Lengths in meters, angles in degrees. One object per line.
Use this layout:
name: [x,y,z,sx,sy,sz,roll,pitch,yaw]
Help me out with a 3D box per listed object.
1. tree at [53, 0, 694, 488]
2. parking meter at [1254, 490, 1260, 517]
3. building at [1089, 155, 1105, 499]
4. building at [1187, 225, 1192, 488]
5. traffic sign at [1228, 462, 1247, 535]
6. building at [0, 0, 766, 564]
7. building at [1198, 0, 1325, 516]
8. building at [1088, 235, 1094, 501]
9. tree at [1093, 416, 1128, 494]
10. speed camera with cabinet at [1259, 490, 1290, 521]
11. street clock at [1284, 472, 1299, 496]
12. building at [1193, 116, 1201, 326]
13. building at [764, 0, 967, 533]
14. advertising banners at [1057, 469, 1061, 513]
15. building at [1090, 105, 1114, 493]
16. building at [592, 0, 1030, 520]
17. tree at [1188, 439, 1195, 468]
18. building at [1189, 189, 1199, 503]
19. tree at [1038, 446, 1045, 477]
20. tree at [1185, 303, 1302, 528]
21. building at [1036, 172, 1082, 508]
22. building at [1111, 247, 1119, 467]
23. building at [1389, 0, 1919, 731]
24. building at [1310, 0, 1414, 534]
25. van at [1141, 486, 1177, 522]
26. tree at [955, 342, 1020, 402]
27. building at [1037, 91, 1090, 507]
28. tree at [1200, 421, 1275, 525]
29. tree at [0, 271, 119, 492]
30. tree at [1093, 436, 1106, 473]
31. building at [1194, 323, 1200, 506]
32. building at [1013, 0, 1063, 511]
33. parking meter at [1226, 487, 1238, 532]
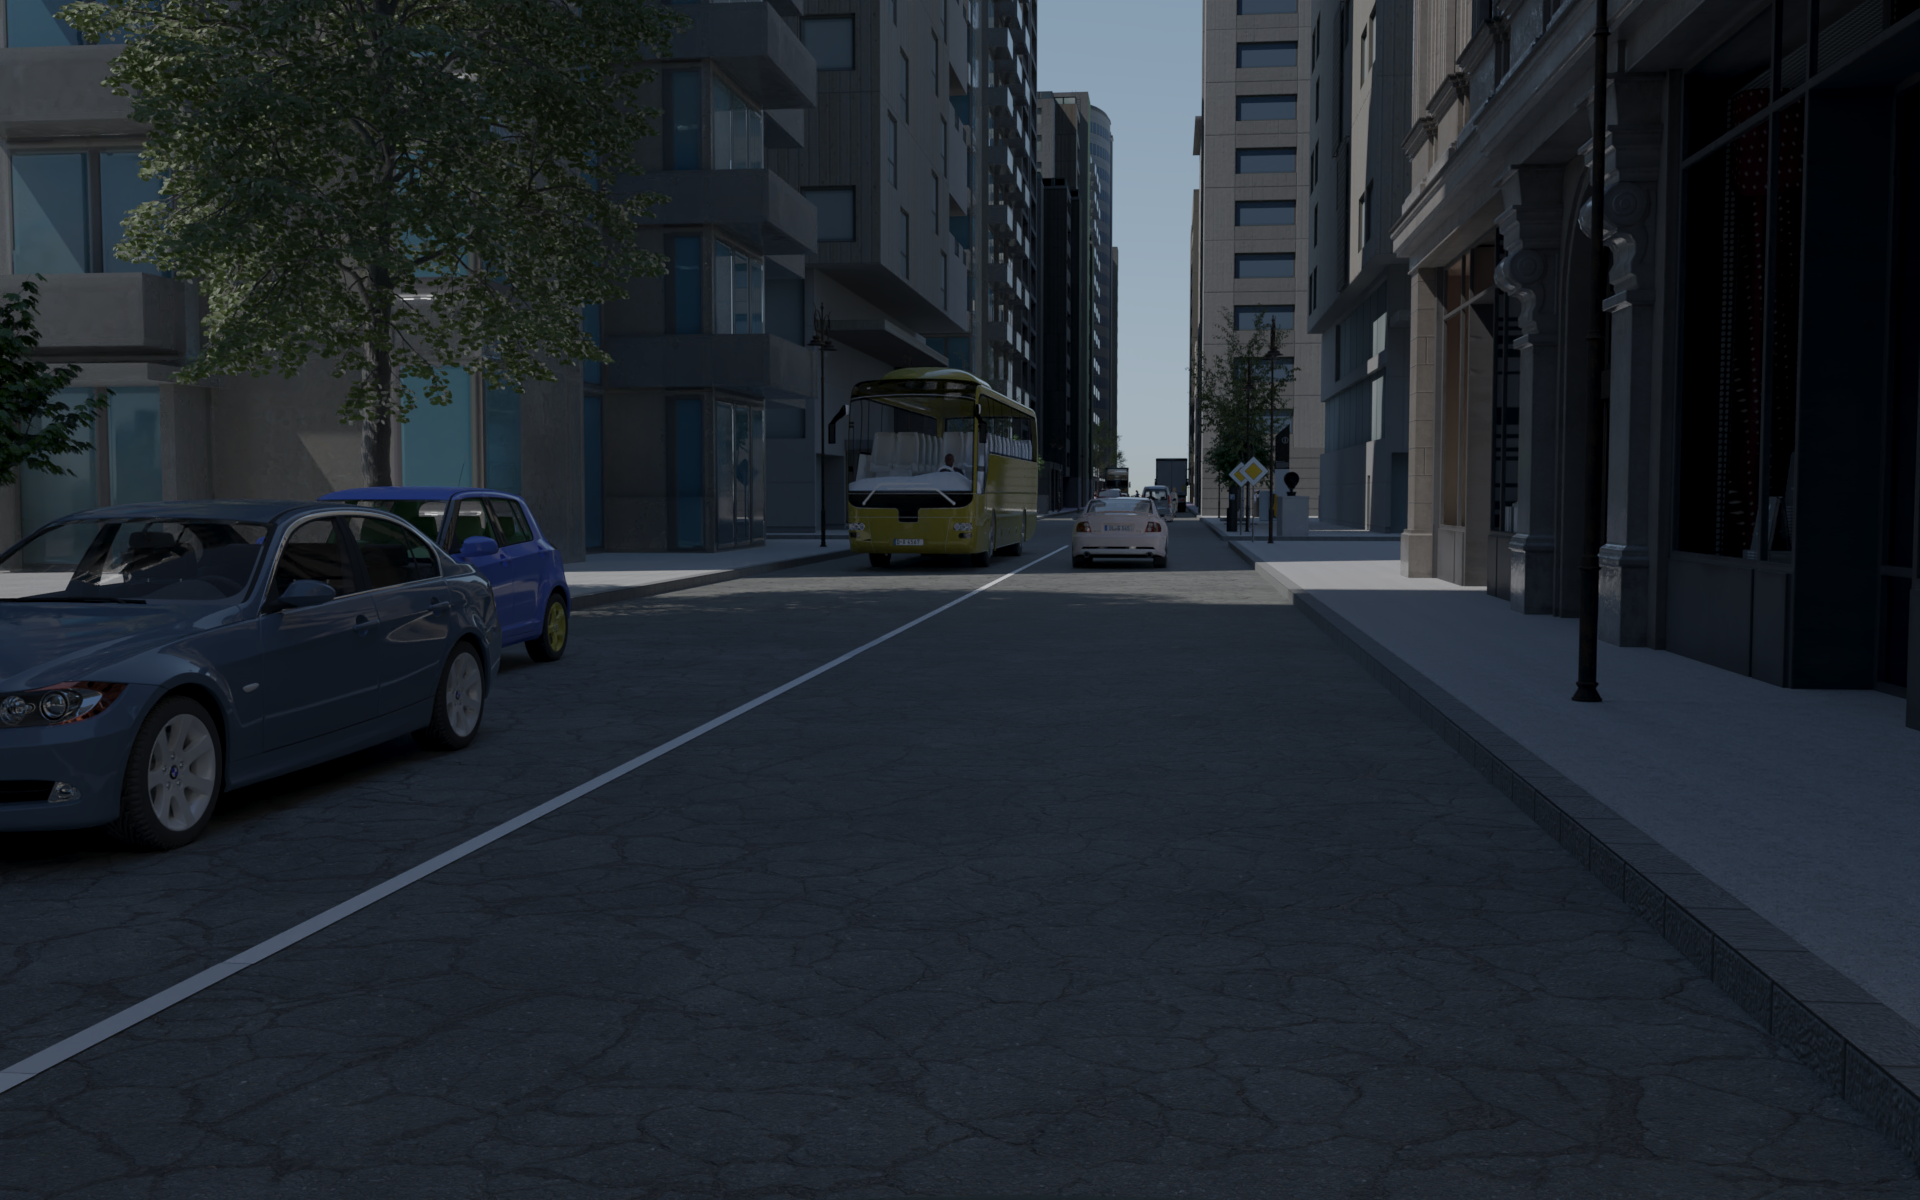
tree: [-6.795,-6.265,20.561,7.486,12.596,7.792,0,3,0]
parking meter: [16.416,-5.345,95.795,0.372,1.533,0.369,0,3,0]
building: [6.962,-37.250,228.644,23.786,49.044,30.456,0,4,7]
building: [43.870,-38.430,278.435,14.600,45.320,14.200,0,4,7]
traffic sign: [8.756,-3.078,53.968,0.795,2.450,0.064,0,4,7]
building: [-19.138,-25.582,37.880,30.456,49.044,23.786,0,4,7]
building: [26.278,-34.885,112.369,21.231,58.520,28.212,0,4,7]
building: [7.056,-25.345,186.095,14.160,30.474,14.107,0,4,7]
tree: [16.768,-16.675,207.053,7.601,10.594,8.767,-2,4,-29]
speed camera with cabinet: [15.182,-5.424,83.024,2.038,3.252,0.660,-3,5,-44]
street clock: [10.744,-3.156,56.165,0.471,2.002,0.358,0,4,0]
building: [45.904,-39.437,234.037,28.713,52.752,27.495,0,4,7]
building: [-14.274,-29.327,68.741,28.713,52.752,27.495,0,4,7]
advertising banners: [6.927,-7.630,120.940,0.090,3.025,2.074,1,4,9]
building: [11.667,-43.794,258.029,21.231,58.520,28.212,0,4,7]
building: [-7.214,-30.152,112.594,23.786,49.044,30.456,0,4,7]
tree: [29.632,-16.012,212.154,4.360,8.622,3.978,0,3,0]
building: [45.368,-38.865,259.136,21.300,48.544,21.600,0,4,7]
tree: [2.989,-6.746,94.012,4.285,4.588,4.351,0,3,0]
tree: [10.792,-7.076,66.062,4.737,8.622,4.395,0,3,0]
building: [3.733,-23.636,158.150,14.160,30.474,14.107,0,4,7]
building: [18.184,-36.421,279.074,14.154,41.232,14.086,0,4,7]
building: [11.191,-10.639,24.858,10.553,20.767,40.483,0,4,7]
building: [27.240,-29.033,63.929,27.495,52.752,28.713,0,4,7]
van: [10.157,-5.043,89.457,2.013,2.044,4.112,1,4,8]
tree: [0.909,-8.231,84.935,4.360,8.622,3.978,0,3,0]
building: [5.505,-29.859,171.781,14.154,41.232,14.086,0,4,7]
tree: [11.874,-5.493,73.522,4.285,4.588,4.351,0,3,0]
tree: [-7.184,-1.120,12.917,1.663,3.219,1.824,0,3,0]
tree: [14.308,-15.015,195.863,4.737,8.622,4.395,0,3,0]
building: [39.626,-20.992,188.253,27.650,21.520,28.899,0,4,7]
building: [-2.084,-42.918,139.958,20.563,71.187,20.611,0,4,7]
parking meter: [9.266,-3.093,58.979,0.372,1.533,0.369,0,3,0]
